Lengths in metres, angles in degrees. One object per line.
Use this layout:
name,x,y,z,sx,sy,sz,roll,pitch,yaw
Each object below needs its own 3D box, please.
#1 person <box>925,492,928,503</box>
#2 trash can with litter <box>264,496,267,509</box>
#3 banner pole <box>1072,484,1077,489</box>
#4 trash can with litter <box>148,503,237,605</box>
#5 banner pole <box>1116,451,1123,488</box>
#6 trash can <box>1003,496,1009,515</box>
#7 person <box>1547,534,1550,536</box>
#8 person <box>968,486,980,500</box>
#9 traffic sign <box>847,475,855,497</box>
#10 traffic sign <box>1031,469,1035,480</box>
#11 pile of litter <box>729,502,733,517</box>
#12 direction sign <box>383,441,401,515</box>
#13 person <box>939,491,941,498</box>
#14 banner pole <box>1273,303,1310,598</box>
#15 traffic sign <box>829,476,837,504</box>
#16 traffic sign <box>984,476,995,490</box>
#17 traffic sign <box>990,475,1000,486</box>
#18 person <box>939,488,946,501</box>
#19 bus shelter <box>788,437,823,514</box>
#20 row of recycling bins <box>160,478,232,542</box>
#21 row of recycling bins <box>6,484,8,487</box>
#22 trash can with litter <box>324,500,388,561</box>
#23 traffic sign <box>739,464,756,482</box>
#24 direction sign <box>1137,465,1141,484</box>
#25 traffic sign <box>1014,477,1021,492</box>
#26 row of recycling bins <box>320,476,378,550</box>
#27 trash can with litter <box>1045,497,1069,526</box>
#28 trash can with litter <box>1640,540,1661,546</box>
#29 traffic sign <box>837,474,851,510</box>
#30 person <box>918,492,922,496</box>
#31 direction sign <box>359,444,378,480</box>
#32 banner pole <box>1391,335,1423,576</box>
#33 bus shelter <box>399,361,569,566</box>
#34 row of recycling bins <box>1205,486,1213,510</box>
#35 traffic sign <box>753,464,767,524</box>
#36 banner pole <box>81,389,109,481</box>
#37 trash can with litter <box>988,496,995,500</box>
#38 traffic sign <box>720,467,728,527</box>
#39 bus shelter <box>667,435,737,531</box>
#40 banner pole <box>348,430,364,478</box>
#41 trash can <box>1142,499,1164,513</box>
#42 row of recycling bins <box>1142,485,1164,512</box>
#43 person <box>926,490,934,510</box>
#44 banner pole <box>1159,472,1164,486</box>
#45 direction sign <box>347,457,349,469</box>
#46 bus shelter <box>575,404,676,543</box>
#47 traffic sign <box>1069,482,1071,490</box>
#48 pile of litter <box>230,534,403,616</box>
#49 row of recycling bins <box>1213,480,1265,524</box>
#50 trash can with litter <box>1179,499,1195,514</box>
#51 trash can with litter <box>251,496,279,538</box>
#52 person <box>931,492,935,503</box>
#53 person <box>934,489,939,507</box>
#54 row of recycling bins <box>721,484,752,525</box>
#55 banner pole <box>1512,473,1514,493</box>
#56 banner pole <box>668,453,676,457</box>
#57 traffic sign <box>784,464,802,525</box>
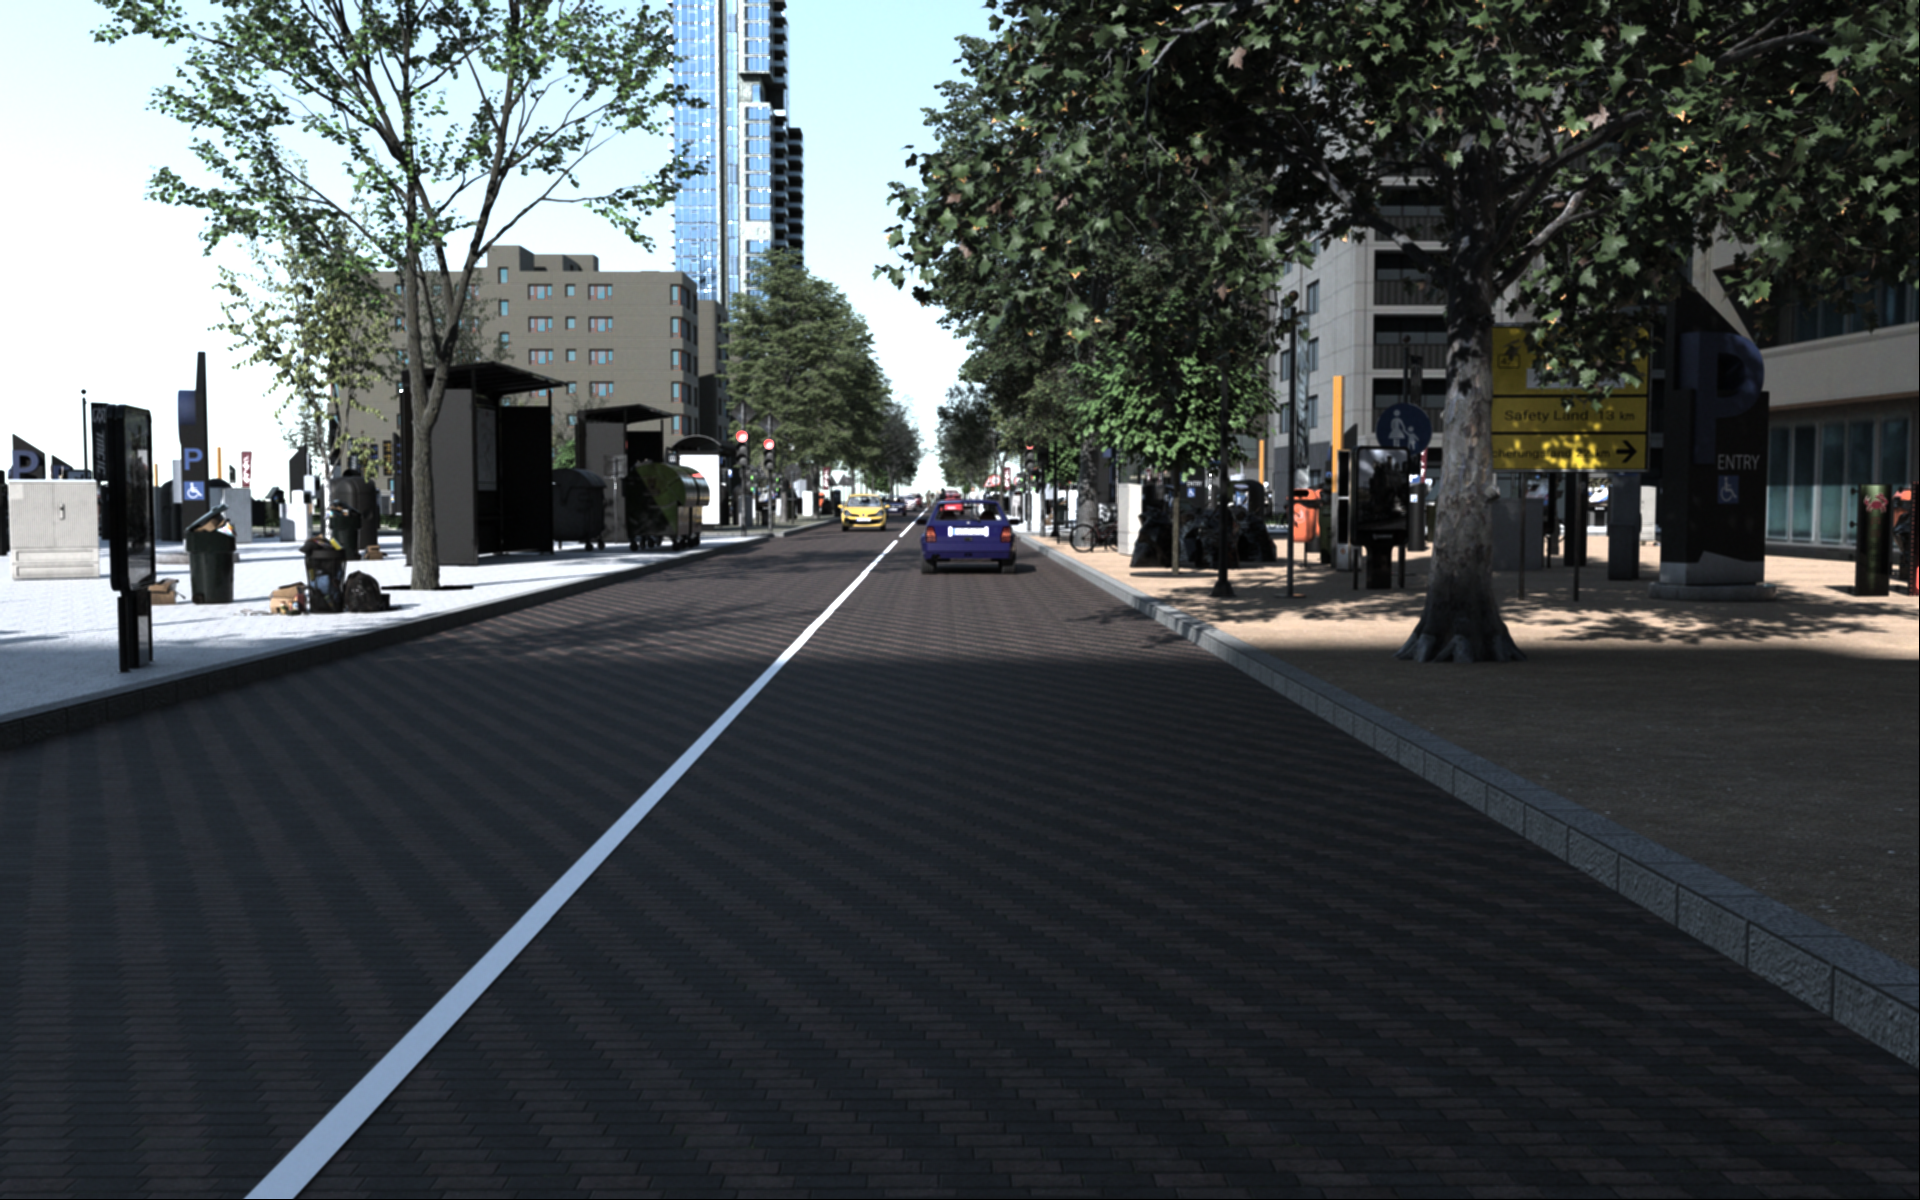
person,-5.392,-16.809,283.416,1.350,1.814,0.705,-2,4,-31
trash can with litter,-40.096,-5.488,101.111,1.055,1.170,0.624,1,4,23
banner pole,7.077,-7.238,108.354,0.863,3.779,0.401,-3,5,-44
trash can with litter,-8.987,-0.538,20.186,1.055,1.170,0.624,-1,4,-21
banner pole,8.212,-6.086,89.518,0.863,3.779,0.401,-3,5,-43
trash can,2.912,-5.922,108.478,0.748,1.137,0.748,0,3,0
person,18.653,-2.742,55.140,0.589,1.601,0.330,-2,4,-28
person,0.744,-4.931,88.960,0.661,1.843,0.795,2,4,25
traffic sign,-7.506,-7.129,116.564,0.884,2.594,0.081,0,4,0
traffic sign,3.669,-4.920,80.541,0.768,2.556,0.104,0,4,3
pile of litter,-12.610,-5.103,97.399,1.176,0.858,1.719,0,4,4
direction sign,-23.988,-4.983,73.464,0.876,3.537,0.379,-2,4,-31
person,-2.392,-11.794,201.862,0.617,1.759,0.750,3,4,37
banner pole,4.129,-1.906,21.187,0.401,3.779,0.863,0,4,-7
traffic sign,-8.902,-7.358,120.314,0.884,2.594,0.081,0,4,4
traffic sign,2.116,-7.541,123.291,0.884,2.594,0.081,0,4,3
traffic sign,2.303,-6.885,112.673,0.768,2.556,0.104,0,4,0
person,-1.166,-5.803,103.651,0.573,1.790,0.520,2,4,23
bus shelter,-10.694,-8.589,118.065,2.179,5.291,8.768,0,4,-1
row of recycling bins,-20.643,-2.425,46.765,1.069,1.692,3.534,-3,5,-44
row of recycling bins,-53.453,-5.563,98.062,1.069,1.692,3.534,2,4,34
trash can with litter,-11.685,-1.353,33.517,0.624,1.170,1.055,3,5,43
traffic sign,-8.885,-4.435,72.614,0.768,2.556,0.104,1,4,9
direction sign,13.828,-8.671,133.763,0.379,3.537,0.876,1,4,21
traffic sign,4.124,-7.321,119.806,0.768,2.556,0.104,0,4,4
row of recycling bins,-14.573,-2.079,41.103,1.069,1.692,3.534,-2,4,-27
trash can with litter,3.850,-3.618,70.547,1.055,1.170,0.624,-1,4,-22
trash can with litter,17.600,-1.940,42.775,2.233,1.210,1.678,2,4,24
traffic sign,-7.283,-6.647,108.683,0.884,2.594,0.081,0,4,5
person,-6.368,-15.762,266.943,1.217,1.736,0.721,0,4,-7
direction sign,-26.793,-5.293,78.544,0.876,3.537,0.379,-3,5,-45
banner pole,7.151,-2.291,27.478,0.401,3.779,0.863,3,4,38
bus shelter,-9.121,-2.598,33.757,1.731,3.624,6.357,0,4,-1
row of recycling bins,15.551,-5.853,102.805,3.534,1.692,1.069,2,4,24
traffic sign,-8.650,-4.555,74.482,0.884,2.594,0.081,0,3,0
banner pole,-20.757,-3.153,41.571,0.401,3.779,0.863,2,4,32
trash can with litter,2.245,-6.009,109.638,1.055,1.170,0.624,3,5,43
traffic sign,-9.189,-3.937,66.493,0.606,2.300,0.079,0,4,5
bus shelter,-9.023,-4.161,61.949,2.014,3.302,5.546,0,4,-1
banner pole,-23.583,-4.759,67.822,0.401,3.779,0.863,3,4,37
trash can,5.288,-2.201,47.641,0.748,1.137,0.748,0,3,0
row of recycling bins,9.636,-4.488,80.495,3.534,1.692,1.069,-3,5,-40
person,-2.819,-9.290,160.390,0.705,1.824,1.348,2,4,30
banner pole,11.830,-6.846,101.941,0.401,3.779,0.863,2,4,30
direction sign,-37.105,-6.976,106.058,0.876,3.537,0.379,1,4,15
bus shelter,-9.254,-3.490,48.341,1.731,3.624,6.357,0,4,-1
traffic sign,5.305,-5.098,83.451,0.768,2.556,0.104,0,4,4
pile of litter,-6.988,-0.299,18.854,1.719,0.858,1.176,-1,4,-14
row of recycling bins,8.264,-2.661,50.627,1.069,1.692,3.534,0,4,0
trash can with litter,11.014,-4.515,85.208,0.624,1.170,1.055,3,5,40
trash can with litter,-21.269,-2.467,51.393,2.233,1.210,1.678,0,4,-5
person,-4.551,-17.206,289.919,1.348,1.812,0.705,0,4,-2
person,-1.795,-7.576,132.544,0.526,1.800,0.537,-2,4,-23
row of recycling bins,-10.267,-3.914,71.113,3.534,1.692,1.069,0,4,2
banner pole,22.529,-4.926,70.563,0.401,3.779,0.863,1,4,20
banner pole,-15.387,-6.339,93.665,0.863,3.779,0.401,-2,4,-32
traffic sign,-7.005,-4.429,72.528,0.768,2.556,0.104,0,4,6
